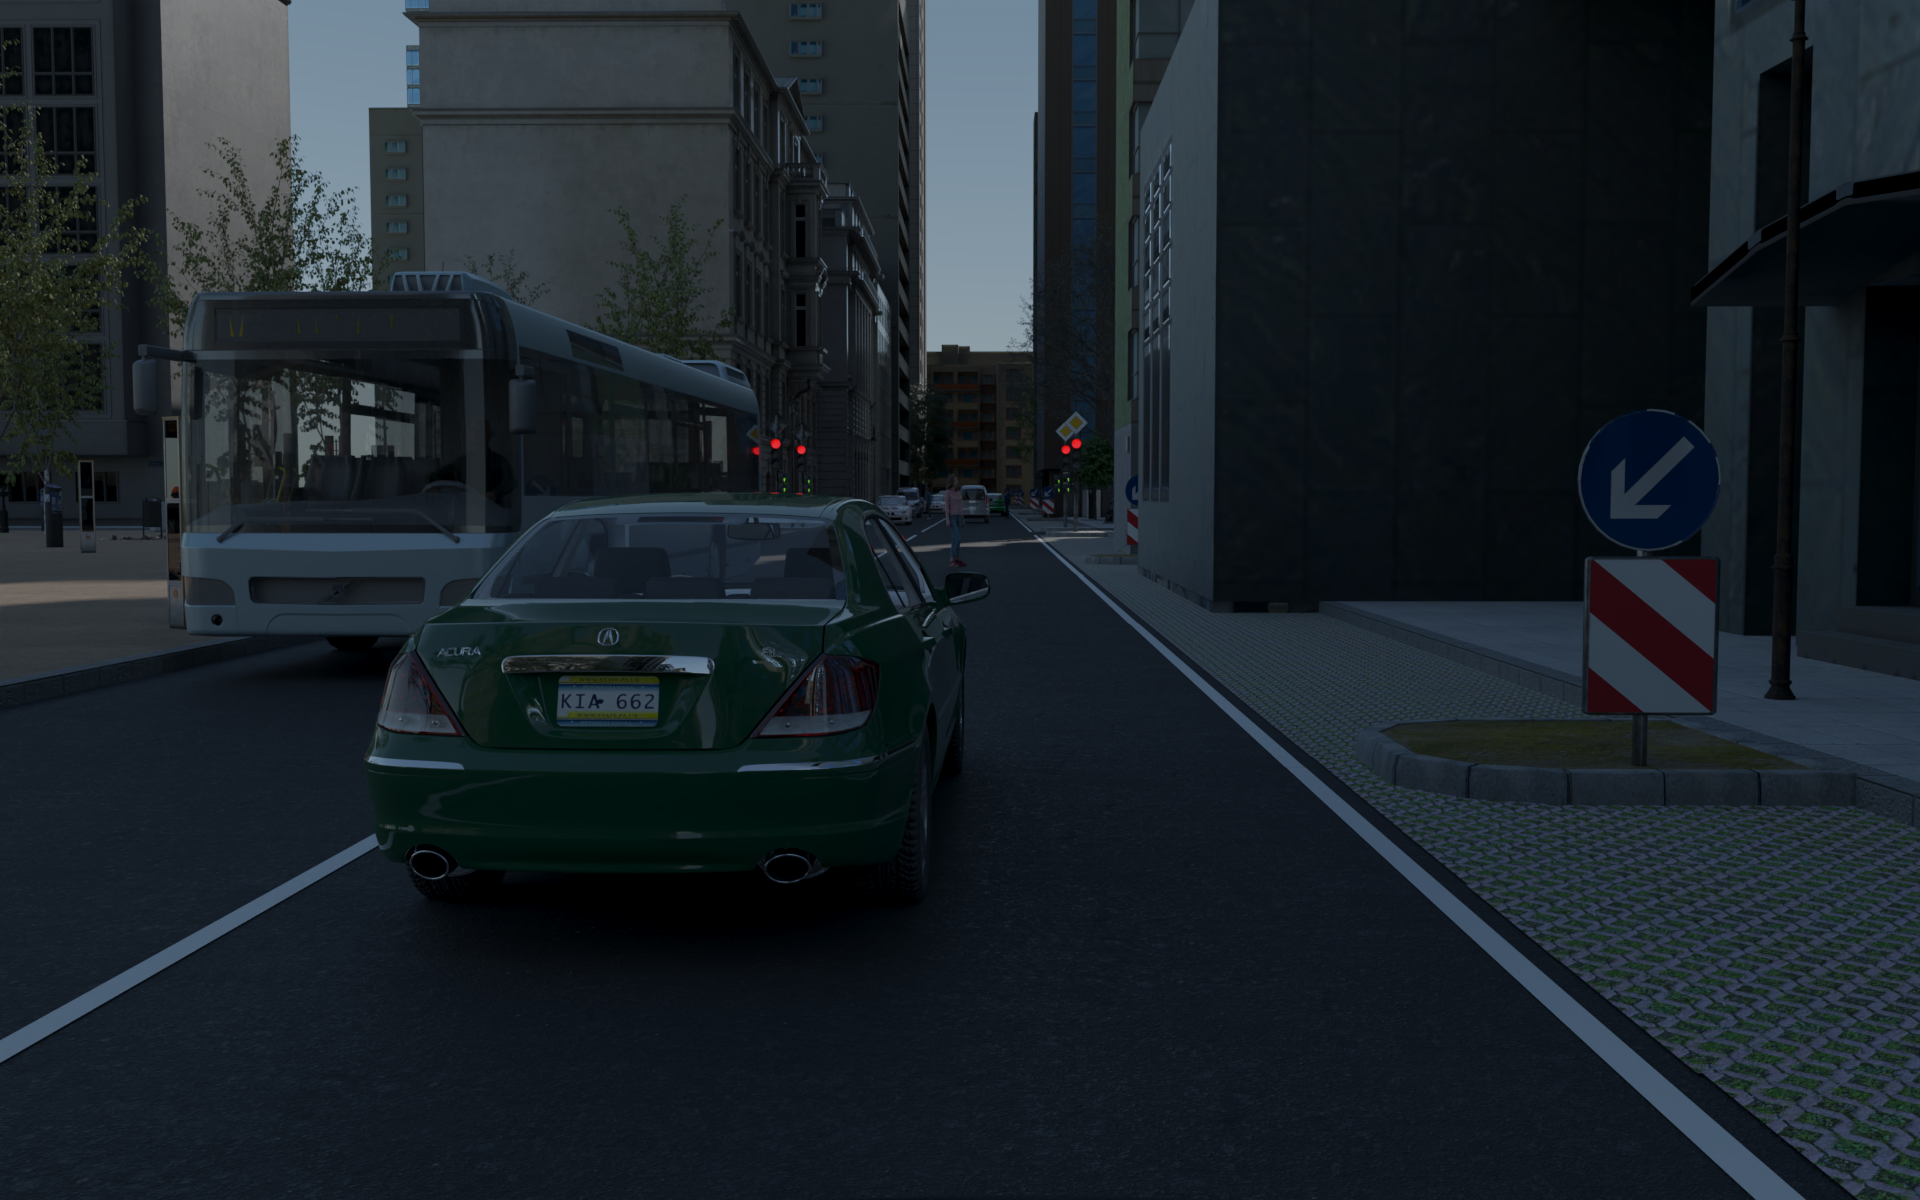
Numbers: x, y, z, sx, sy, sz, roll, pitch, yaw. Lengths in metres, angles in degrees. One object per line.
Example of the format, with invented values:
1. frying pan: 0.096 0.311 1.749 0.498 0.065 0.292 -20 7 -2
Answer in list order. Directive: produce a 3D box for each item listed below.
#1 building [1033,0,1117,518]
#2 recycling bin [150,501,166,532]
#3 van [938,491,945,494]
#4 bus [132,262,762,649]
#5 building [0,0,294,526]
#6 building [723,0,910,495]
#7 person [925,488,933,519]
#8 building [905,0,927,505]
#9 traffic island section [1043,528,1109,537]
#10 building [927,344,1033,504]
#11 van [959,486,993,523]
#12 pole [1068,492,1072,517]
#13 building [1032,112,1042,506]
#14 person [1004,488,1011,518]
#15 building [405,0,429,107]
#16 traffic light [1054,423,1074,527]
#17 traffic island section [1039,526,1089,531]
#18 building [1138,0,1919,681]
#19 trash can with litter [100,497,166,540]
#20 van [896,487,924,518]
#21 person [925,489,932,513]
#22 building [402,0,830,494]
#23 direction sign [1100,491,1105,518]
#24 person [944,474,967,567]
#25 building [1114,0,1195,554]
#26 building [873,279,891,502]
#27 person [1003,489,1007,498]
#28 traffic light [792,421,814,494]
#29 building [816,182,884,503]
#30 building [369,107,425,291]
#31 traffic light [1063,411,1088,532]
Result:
1. building: 11.698 -27.654 102.259 14.600 45.320 14.200 0 4 1
2. recycling bin: -27.086 -2.833 58.866 0.722 1.027 0.722 -3 4 -38
3. van: -1.922 -12.383 209.467 2.013 2.044 4.112 0 4 -1
4. bus: -4.460 -1.461 18.748 2.948 3.499 13.247 0 4 2
5. building: -42.979 -17.132 73.622 24.014 27.812 14.314 0 4 1
6. building: -15.534 -32.345 152.548 21.300 48.544 21.600 0 4 1
7. person: -1.741 -5.452 97.978 0.444 1.785 0.601 0 4 -1
8. building: -14.610 -47.031 207.215 20.611 71.187 20.563 0 4 1
9. traffic island section: 3.950 -2.234 58.812 2.009 0.180 2.903 0 4 1
10. building: -0.442 -24.137 239.677 28.899 21.520 27.650 0 4 1
11. van: 0.648 -4.890 86.965 2.013 2.044 4.112 0 4 0
12. pole: 6.089 -6.227 95.651 0.158 3.312 0.155 0 3 0
13. building: 14.906 -30.879 188.471 14.154 41.232 14.086 0 4 1
14. person: 2.792 -5.723 102.254 0.419 1.800 0.721 0 4 -6
15. building: -61.589 -56.470 235.959 31.000 86.520 22.319 0 4 1
16. traffic light: 4.044 -4.756 66.683 0.839 4.253 0.868 0 4 1
17. traffic island section: 4.084 -2.723 66.796 2.009 0.180 2.903 0 4 1
18. building: 14.103 -42.828 12.910 22.319 86.520 31.000 0 4 1
19. trash can with litter: -23.176 -2.305 48.741 1.678 1.210 2.233 3 5 41
20. van: -3.209 -6.098 106.721 2.013 2.044 4.112 0 4 1
21. person: -2.374 -7.578 132.499 0.679 1.850 0.850 1 4 23
22. building: -13.654 -16.164 83.368 14.460 24.649 34.723 0 4 1
23. direction sign: 7.712 -6.251 94.208 0.876 3.537 0.379 -1 4 -20
24. person: -0.113 -1.569 34.169 0.388 1.821 0.555 2 4 27
25. building: 11.001 -22.094 44.834 14.154 41.232 14.086 0 4 1
26. building: -10.970 -17.051 133.529 10.420 20.320 16.860 0 4 1
27. person: 3.568 -7.650 133.839 0.793 1.790 0.793 3 4 38
28. traffic light: -6.066 -4.765 66.835 0.839 4.253 0.868 0 4 1
29. building: -12.269 -16.573 112.768 13.314 21.916 24.055 0 4 1
30. building: -56.336 -35.714 207.632 21.600 48.544 21.300 0 4 1
31. traffic light: 3.910 -4.268 58.699 0.839 4.253 0.868 0 4 1
